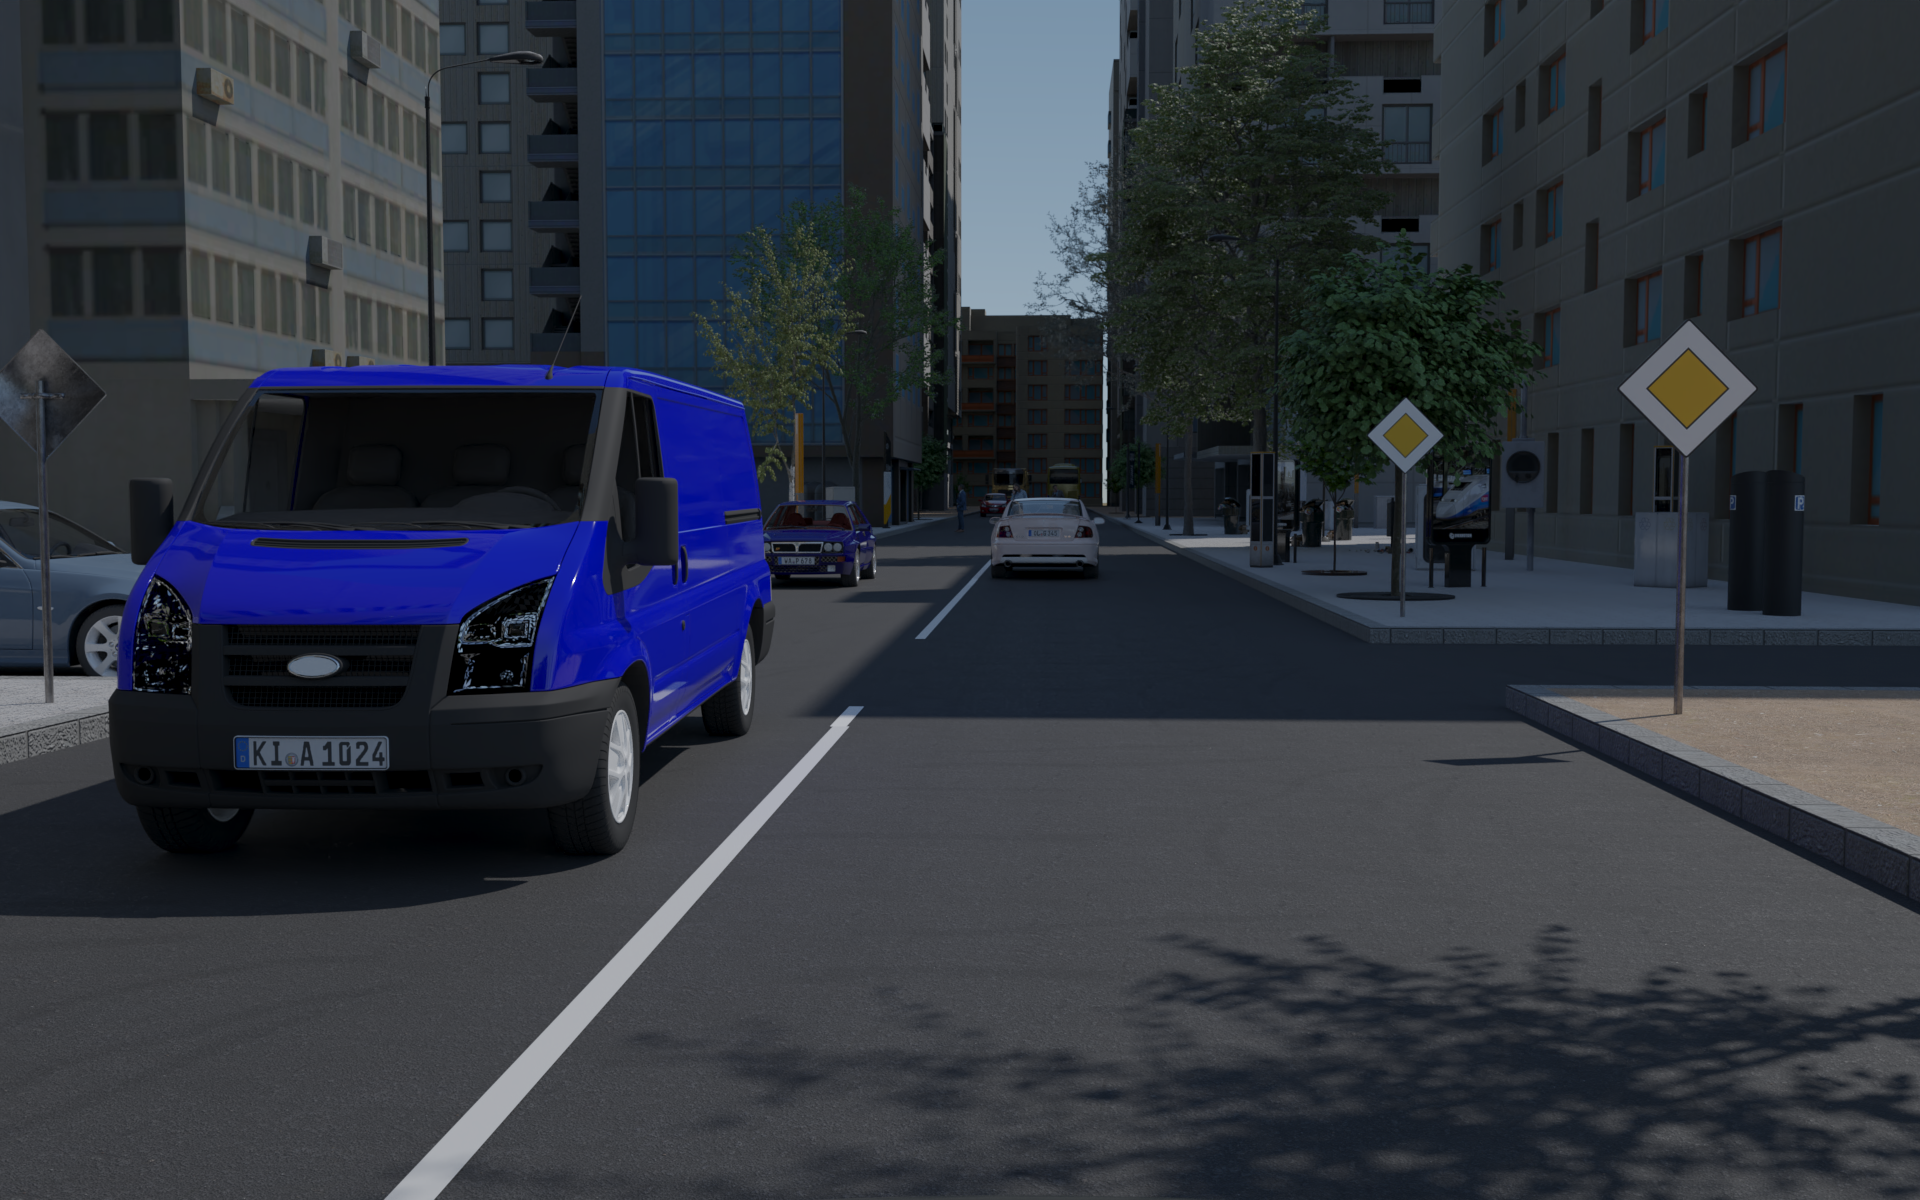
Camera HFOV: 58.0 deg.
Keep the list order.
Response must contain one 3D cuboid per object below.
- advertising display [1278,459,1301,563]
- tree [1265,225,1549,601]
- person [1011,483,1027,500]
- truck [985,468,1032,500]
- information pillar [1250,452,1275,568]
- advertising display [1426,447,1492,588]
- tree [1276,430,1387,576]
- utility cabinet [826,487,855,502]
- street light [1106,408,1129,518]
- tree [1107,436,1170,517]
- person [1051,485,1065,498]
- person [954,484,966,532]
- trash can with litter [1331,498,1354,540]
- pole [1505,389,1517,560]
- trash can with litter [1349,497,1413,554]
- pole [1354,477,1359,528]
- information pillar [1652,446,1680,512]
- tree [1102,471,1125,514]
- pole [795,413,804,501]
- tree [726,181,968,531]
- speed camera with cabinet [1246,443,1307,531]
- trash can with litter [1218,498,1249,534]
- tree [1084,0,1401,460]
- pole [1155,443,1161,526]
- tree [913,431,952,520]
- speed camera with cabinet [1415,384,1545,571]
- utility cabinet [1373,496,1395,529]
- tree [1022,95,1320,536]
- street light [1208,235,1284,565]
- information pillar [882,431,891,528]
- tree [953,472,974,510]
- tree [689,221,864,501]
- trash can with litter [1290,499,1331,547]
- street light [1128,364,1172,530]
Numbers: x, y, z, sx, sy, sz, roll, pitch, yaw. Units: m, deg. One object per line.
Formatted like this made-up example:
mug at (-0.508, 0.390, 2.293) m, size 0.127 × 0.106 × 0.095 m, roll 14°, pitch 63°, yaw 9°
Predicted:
advertising display at (6.077, -1.675, 32.599) m, size 0.123 × 1.923 × 0.974 m, roll -1°, pitch 4°, yaw -22°
tree at (5.399, -2.296, 21.261) m, size 4.285 × 4.588 × 4.351 m, roll 0°, pitch 3°, yaw 0°
person at (2.056, -3.042, 58.506) m, size 0.793 × 1.790 × 0.793 m, roll 0°, pitch 4°, yaw -5°
truck at (3.888, -8.380, 132.937) m, size 3.469 × 3.379 × 9.791 m, roll 0°, pitch 4°, yaw 4°
information pillar at (5.271, -1.573, 30.218) m, size 0.304 × 2.012 × 0.304 m, roll -2°, pitch 4°, yaw -32°
advertising display at (6.856, -1.137, 23.802) m, size 0.974 × 1.923 × 0.123 m, roll -1°, pitch 4°, yaw -19°
tree at (6.092, -2.010, 27.471) m, size 1.663 × 3.219 × 1.824 m, roll 0°, pitch 3°, yaw 0°
utility cabinet at (-3.605, -2.653, 52.057) m, size 0.318 × 1.500 × 1.173 m, roll 2°, pitch 4°, yaw 29°
street light at (8.504, -7.369, 93.022) m, size 1.470 × 5.913 × 1.316 m, roll 0°, pitch 4°, yaw 3°
tree at (9.785, -6.868, 95.999) m, size 4.285 × 4.588 × 4.351 m, roll 0°, pitch 3°, yaw 0°
person at (4.407, -4.249, 77.773) m, size 0.655 × 1.846 × 0.447 m, roll 1°, pitch 4°, yaw 16°
person at (0.039, -3.468, 65.385) m, size 0.419 × 1.800 × 0.721 m, roll -1°, pitch 4°, yaw -9°
trash can with litter at (10.498, -2.246, 48.108) m, size 0.624 × 1.170 × 1.055 m, roll -1°, pitch 4°, yaw -17°
pole at (10.714, -2.436, 33.672) m, size 0.158 × 3.312 × 0.155 m, roll 0°, pitch 3°, yaw 0°
trash can with litter at (9.354, -1.642, 37.903) m, size 1.678 × 1.210 × 2.233 m, roll 1°, pitch 4°, yaw 14°
pole at (14.900, -4.357, 65.081) m, size 0.158 × 3.312 × 0.155 m, roll 0°, pitch 3°, yaw 0°
information pillar at (10.767, -1.342, 26.432) m, size 0.304 × 2.012 × 0.304 m, roll 3°, pitch 5°, yaw 39°
tree at (10.204, -7.340, 114.617) m, size 1.663 × 3.219 × 1.824 m, roll 0°, pitch 3°, yaw 0°
pole at (-4.067, -3.060, 43.872) m, size 0.158 × 3.312 × 0.155 m, roll 0°, pitch 3°, yaw 0°
tree at (-3.726, -8.160, 59.175) m, size 9.928 × 11.665 × 9.643 m, roll 0°, pitch 3°, yaw 0°
speed camera with cabinet at (10.953, -4.016, 59.995) m, size 2.038 × 3.252 × 0.660 m, roll 3°, pitch 4°, yaw 37°
trash can with litter at (8.712, -2.668, 55.002) m, size 0.624 × 1.170 × 1.055 m, roll 3°, pitch 5°, yaw 41°
tree at (6.598, -7.449, 39.914) m, size 7.486 × 12.596 × 7.792 m, roll 0°, pitch 3°, yaw 0°
pole at (7.981, -4.645, 69.793) m, size 0.158 × 3.312 × 0.155 m, roll 0°, pitch 3°, yaw 0°
tree at (-2.793, -6.651, 92.461) m, size 4.285 × 4.588 × 4.351 m, roll 0°, pitch 3°, yaw 0°
speed camera with cabinet at (8.693, -2.119, 28.974) m, size 2.038 × 3.252 × 0.660 m, roll 1°, pitch 4°, yaw 17°
utility cabinet at (15.877, -3.245, 64.221) m, size 1.020 × 1.237 × 0.306 m, roll 0°, pitch 4°, yaw -8°
tree at (7.009, -8.737, 53.212) m, size 12.009 × 13.543 × 11.850 m, roll 0°, pitch 3°, yaw 0°
street light at (5.135, -3.584, 31.147) m, size 1.470 × 5.913 × 1.316 m, roll 0°, pitch 4°, yaw 3°
information pillar at (-2.715, -4.484, 64.669) m, size 0.183 × 3.616 × 0.504 m, roll 1°, pitch 4°, yaw 22°
tree at (0.013, -8.796, 138.408) m, size 1.663 × 3.219 × 1.824 m, roll 0°, pitch 3°, yaw 0°
tree at (-4.742, -5.864, 46.233) m, size 4.737 × 8.622 × 4.395 m, roll 0°, pitch 3°, yaw 0°
trash can with litter at (8.347, -1.871, 41.970) m, size 0.624 × 1.170 × 1.055 m, roll -2°, pitch 4°, yaw -26°
street light at (6.905, -5.476, 62.080) m, size 1.470 × 5.913 × 1.316 m, roll 0°, pitch 4°, yaw 3°
